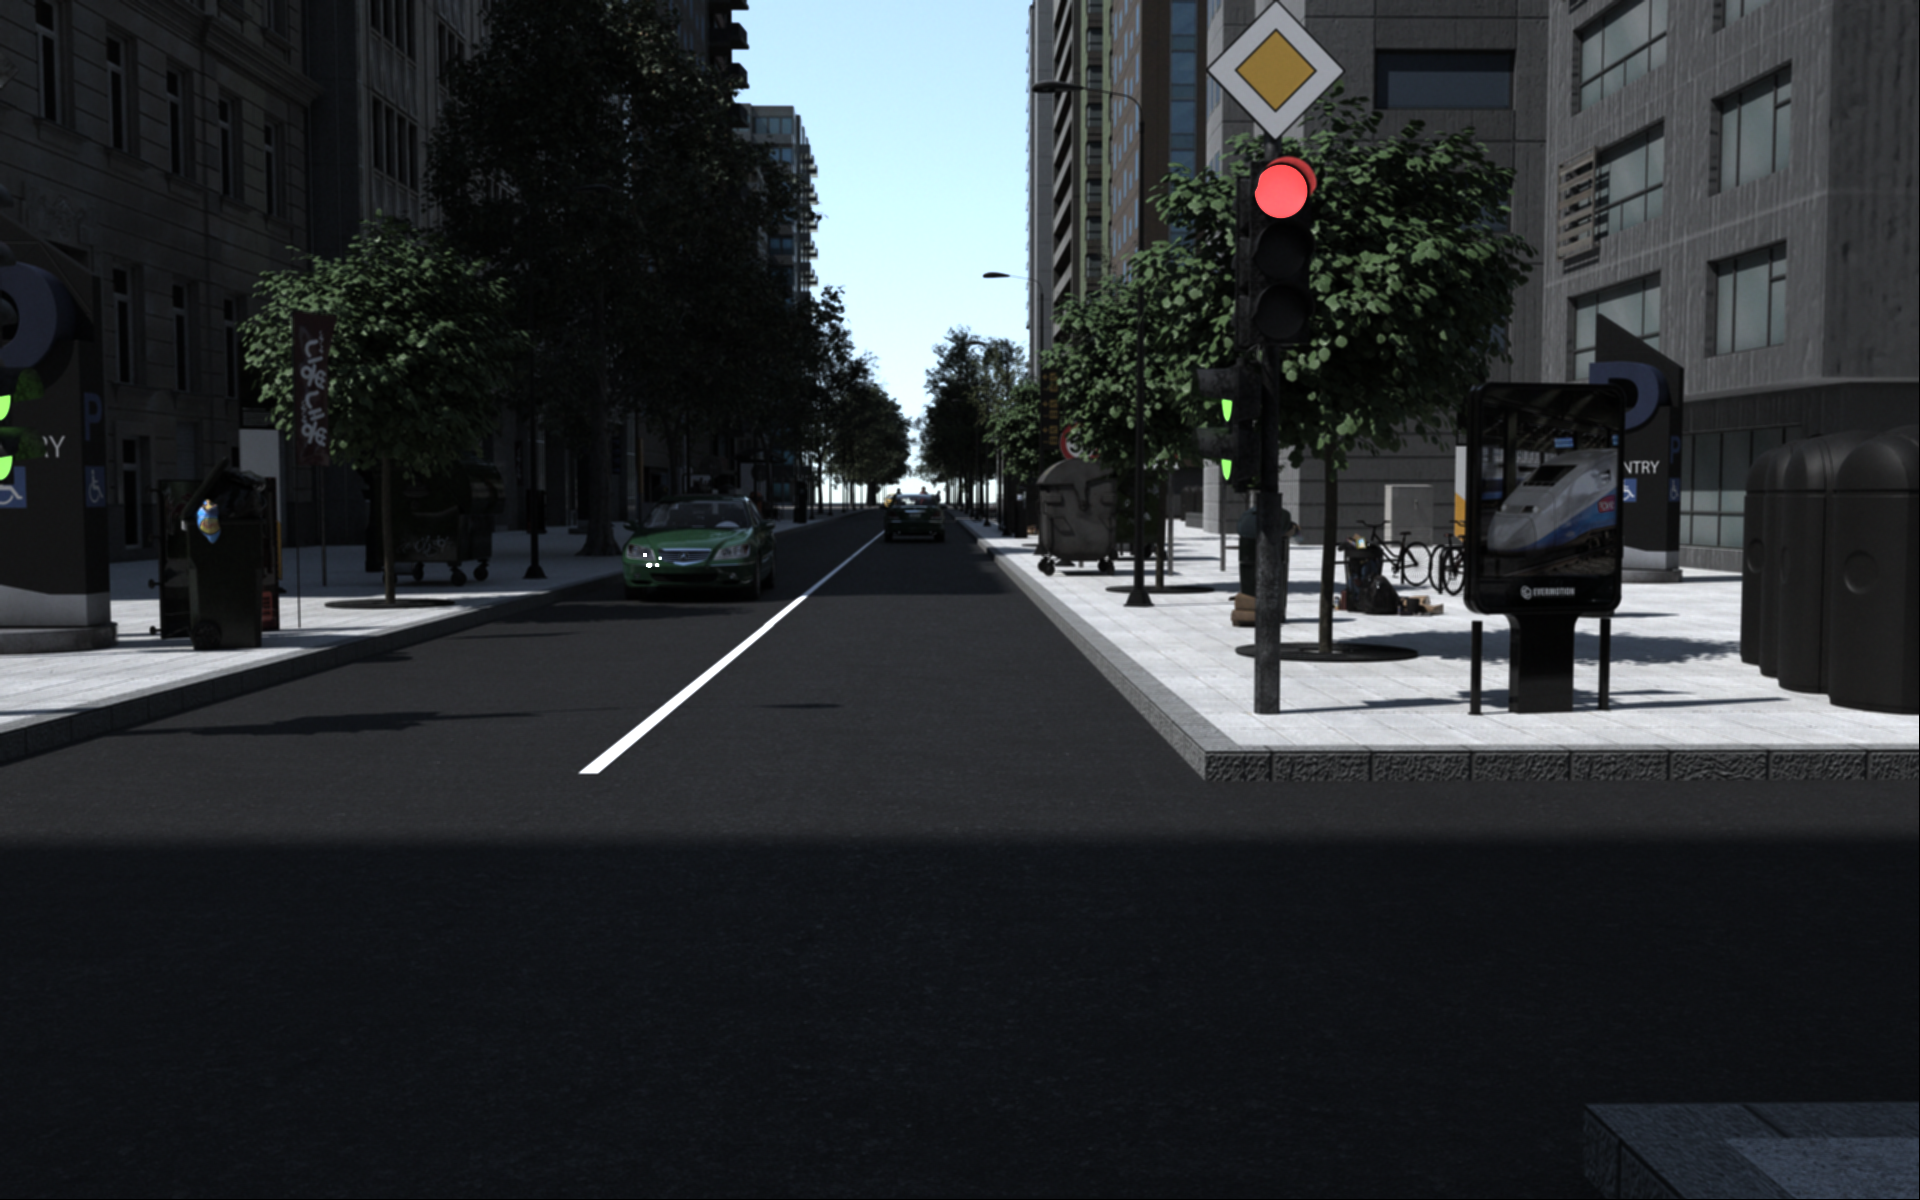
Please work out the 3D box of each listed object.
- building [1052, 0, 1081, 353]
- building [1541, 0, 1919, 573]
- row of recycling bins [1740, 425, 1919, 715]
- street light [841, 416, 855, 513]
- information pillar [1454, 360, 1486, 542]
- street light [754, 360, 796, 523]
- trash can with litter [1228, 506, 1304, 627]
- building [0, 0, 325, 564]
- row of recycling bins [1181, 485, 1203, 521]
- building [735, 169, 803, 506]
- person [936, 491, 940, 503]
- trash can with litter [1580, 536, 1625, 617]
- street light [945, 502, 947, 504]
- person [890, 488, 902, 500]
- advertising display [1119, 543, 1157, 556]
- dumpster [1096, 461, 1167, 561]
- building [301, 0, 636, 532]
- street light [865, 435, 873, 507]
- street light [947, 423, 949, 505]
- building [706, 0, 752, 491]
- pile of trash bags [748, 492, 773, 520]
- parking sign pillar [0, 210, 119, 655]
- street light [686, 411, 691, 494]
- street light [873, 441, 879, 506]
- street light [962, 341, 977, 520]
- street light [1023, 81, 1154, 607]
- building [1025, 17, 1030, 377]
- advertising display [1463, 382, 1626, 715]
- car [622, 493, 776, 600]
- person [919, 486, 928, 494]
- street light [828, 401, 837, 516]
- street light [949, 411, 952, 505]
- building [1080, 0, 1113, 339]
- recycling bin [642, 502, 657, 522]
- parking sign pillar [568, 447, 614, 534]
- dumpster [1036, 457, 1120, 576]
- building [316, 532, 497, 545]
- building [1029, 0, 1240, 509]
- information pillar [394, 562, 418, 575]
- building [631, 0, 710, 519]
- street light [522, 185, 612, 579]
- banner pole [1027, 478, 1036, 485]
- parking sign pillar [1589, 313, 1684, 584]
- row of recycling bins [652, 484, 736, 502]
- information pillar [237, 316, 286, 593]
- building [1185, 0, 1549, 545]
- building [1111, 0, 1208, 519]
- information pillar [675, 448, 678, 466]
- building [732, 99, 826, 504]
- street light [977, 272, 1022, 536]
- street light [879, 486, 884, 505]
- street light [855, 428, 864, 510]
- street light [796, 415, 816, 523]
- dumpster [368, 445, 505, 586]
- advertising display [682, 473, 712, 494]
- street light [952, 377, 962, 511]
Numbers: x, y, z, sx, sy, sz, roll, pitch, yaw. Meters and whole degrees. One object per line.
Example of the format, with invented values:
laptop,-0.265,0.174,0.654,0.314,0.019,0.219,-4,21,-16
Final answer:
building,18.997,-31.714,142.233,21.300,48.544,21.600,0,4,-1
building,18.652,-21.003,26.996,14.086,41.232,14.154,0,4,-1
row of recycling bins,5.995,-0.279,11.681,1.069,1.692,3.534,1,4,14
street light,-7.214,-8.012,103.542,1.470,5.913,1.316,0,4,-1
information pillar,8.816,-2.357,29.891,0.504,3.616,0.183,1,4,11
street light,-6.541,-5.339,59.838,1.470,5.913,1.316,0,4,-1
trash can with litter,3.004,-0.347,17.062,0.624,1.170,1.055,1,4,19
building,-21.308,-14.218,29.731,12.463,27.353,25.104,0,4,-1
row of recycling bins,11.419,-4.541,81.358,1.069,1.692,3.534,-1,4,-21
building,-33.653,-30.324,187.679,32.217,40.220,23.993,0,4,-1
person,-1.693,-7.801,136.984,0.436,1.711,0.756,3,5,39
trash can with litter,6.454,-0.422,18.293,0.624,1.170,1.055,-2,4,-32
street light,-0.120,-8.547,112.276,1.470,5.913,1.316,0,4,-1
person,-4.578,-7.419,129.427,1.348,1.869,0.705,0,4,6
advertising display,3.741,-1.893,36.161,0.974,1.923,0.123,-2,4,-25
dumpster,3.334,-1.924,33.955,1.502,2.255,1.985,0,4,-1
building,-21.364,-15.545,72.185,12.078,24.808,19.932,0,4,-1
street light,-7.790,-10.024,136.434,1.470,5.913,1.316,0,4,-1
street light,0.146,-7.553,96.035,1.470,5.913,1.316,0,4,-1
building,-27.297,-28.937,127.752,22.147,44.769,28.867,0,4,-1
pile of trash bags,-7.712,-3.242,62.766,1.912,1.369,3.447,-1,4,-21
parking sign pillar,-7.832,-1.583,14.348,1.447,3.967,1.447,0,4,-1
street light,-6.306,-4.346,43.596,1.470,5.913,1.316,0,4,-1
street light,-8.152,-11.026,152.809,1.470,5.913,1.316,0,4,-1
street light,0.895,-4.899,52.639,1.470,5.913,1.316,0,4,-1
street light,1.507,-2.881,19.646,1.470,5.913,1.316,0,4,-1
building,17.523,-55.940,227.292,22.319,86.520,31.000,0,4,-1
advertising display,3.417,-0.301,10.135,0.974,1.923,0.123,-1,4,-14
car,-3.687,-0.808,25.010,2.131,1.459,4.920,0,4,-2
person,-1.890,-4.997,90.144,1.348,1.831,0.705,0,4,-4
street light,-6.883,-6.982,86.693,1.470,5.913,1.316,0,4,-1
street light,0.305,-6.886,85.121,1.470,5.913,1.316,0,4,-1
building,15.510,-26.972,124.583,14.154,41.232,14.086,0,4,-1
recycling bin,-9.101,-2.424,52.192,0.722,1.027,0.722,-3,5,-42
parking sign pillar,-11.915,-4.119,55.814,1.447,3.967,1.447,1,4,9
dumpster,1.894,-1.349,27.809,1.264,1.857,1.865,0,4,-1
building,-20.993,-14.329,52.294,12.078,24.808,19.932,0,4,-1
building,18.422,-40.144,198.355,21.231,58.520,28.212,0,4,-1
information pillar,-8.791,-1.404,27.451,0.304,2.012,0.304,0,4,0
building,-23.247,-27.866,105.723,14.600,45.320,14.200,0,4,-1
street light,-5.918,-3.279,26.145,1.470,5.913,1.316,0,4,-1
banner pole,2.602,-4.038,56.033,0.863,3.779,0.401,-1,4,-13
parking sign pillar,9.857,-2.257,25.381,1.447,3.967,1.447,-3,5,-42
row of recycling bins,-11.071,-3.991,72.362,3.534,1.692,1.069,-1,4,-11
information pillar,-8.974,-1.888,22.219,0.504,3.616,0.183,-3,4,-39
building,18.717,-31.421,55.728,21.231,58.520,28.212,0,4,-1
building,16.067,-27.275,96.054,14.600,45.320,14.200,0,4,-1
information pillar,-13.890,-5.715,84.802,0.183,3.616,0.504,-1,4,-17
building,-29.118,-36.445,215.487,23.786,49.044,30.456,0,4,-1
street light,1.174,-3.906,36.397,1.470,5.913,1.316,0,4,-1
street light,-8.369,-12.072,169.914,1.470,5.913,1.316,0,4,-1
street light,-7.537,-9.031,120.192,1.470,5.913,1.316,0,4,-1
street light,-6.788,-6.416,77.448,1.470,5.913,1.316,0,4,-1
dumpster,-7.477,-1.361,24.745,1.502,2.255,1.985,0,4,-1
advertising display,-8.220,-2.996,54.206,0.974,1.923,0.123,-2,4,-31
street light,0.542,-5.892,68.879,1.470,5.913,1.316,0,4,-1
